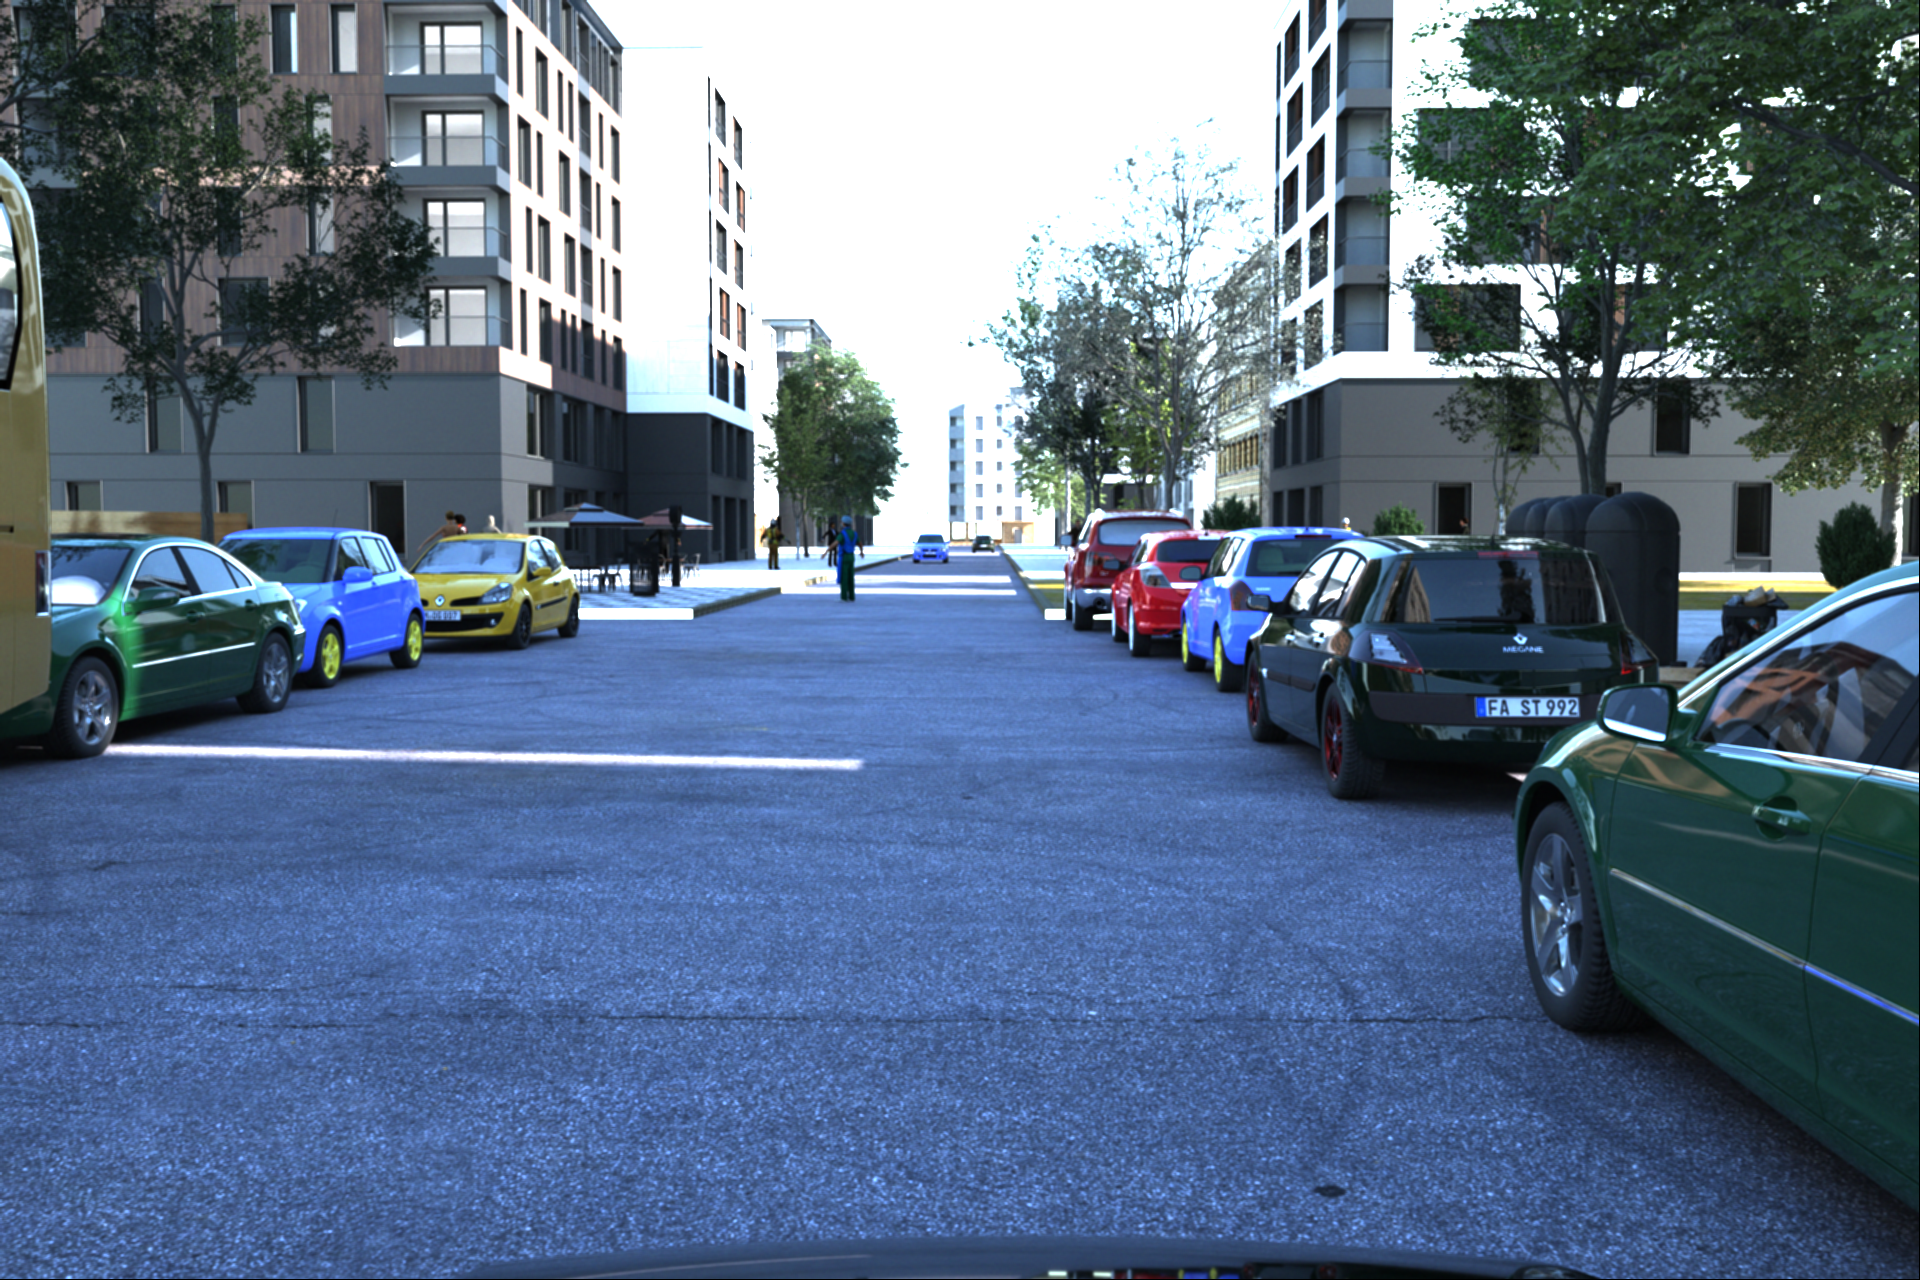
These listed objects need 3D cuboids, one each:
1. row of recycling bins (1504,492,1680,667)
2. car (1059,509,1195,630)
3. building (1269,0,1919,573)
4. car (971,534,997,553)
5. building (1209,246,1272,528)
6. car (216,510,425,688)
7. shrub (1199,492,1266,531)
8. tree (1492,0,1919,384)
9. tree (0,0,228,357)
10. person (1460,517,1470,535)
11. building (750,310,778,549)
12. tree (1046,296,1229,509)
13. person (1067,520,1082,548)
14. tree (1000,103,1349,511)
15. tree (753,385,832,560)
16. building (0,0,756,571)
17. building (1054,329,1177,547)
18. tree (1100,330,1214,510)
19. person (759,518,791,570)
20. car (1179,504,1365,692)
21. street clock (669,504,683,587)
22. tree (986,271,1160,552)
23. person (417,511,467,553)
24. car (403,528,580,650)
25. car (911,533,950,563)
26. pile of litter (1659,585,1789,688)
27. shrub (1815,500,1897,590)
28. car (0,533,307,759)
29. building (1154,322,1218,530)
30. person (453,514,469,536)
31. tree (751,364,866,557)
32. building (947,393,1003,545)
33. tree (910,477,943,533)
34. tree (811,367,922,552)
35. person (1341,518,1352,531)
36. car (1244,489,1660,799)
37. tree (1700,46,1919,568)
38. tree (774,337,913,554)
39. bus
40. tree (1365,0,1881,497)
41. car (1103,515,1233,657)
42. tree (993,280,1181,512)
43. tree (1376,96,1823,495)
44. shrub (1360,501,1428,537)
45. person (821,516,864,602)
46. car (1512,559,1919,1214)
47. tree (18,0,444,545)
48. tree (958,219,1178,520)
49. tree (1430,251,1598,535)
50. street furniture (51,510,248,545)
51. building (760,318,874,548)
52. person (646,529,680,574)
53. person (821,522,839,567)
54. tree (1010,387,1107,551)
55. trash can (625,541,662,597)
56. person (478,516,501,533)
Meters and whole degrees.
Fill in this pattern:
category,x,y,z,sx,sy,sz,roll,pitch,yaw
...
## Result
category,x,y,z,sx,sy,sz,roll,pitch,yaw
row of recycling bins,6.580,-0.687,18.349,1.069,1.692,3.534,0,4,1
car,2.719,-1.137,27.270,2.281,1.827,5.304,0,4,1
building,26.602,-13.978,72.507,27.936,21.610,32.646,0,4,1
car,1.798,-7.473,131.978,2.009,1.686,4.222,0,4,1
building,25.587,-16.572,101.883,19.493,23.208,18.063,0,4,1
car,-6.668,-0.467,17.234,1.945,1.707,3.694,0,4,1
shrub,5.099,-1.750,32.657,1.661,2.075,1.752,0,3,0
tree,8.673,-5.931,15.101,7.486,12.596,7.792,0,3,0
tree,-12.601,-5.166,18.881,8.767,10.594,7.601,-2,4,-25
person,15.920,-2.974,54.820,0.705,1.806,1.347,2,4,26
building,-22.125,-17.821,147.793,16.016,20.090,11.380,0,4,1
tree,6.924,-8.182,68.187,7.601,10.594,8.767,-1,4,-15
person,4.342,-3.513,63.571,1.346,1.812,0.704,-1,4,-14
tree,6.125,-8.533,49.886,12.009,13.543,11.850,0,3,0
tree,-8.001,-8.229,84.907,4.737,8.622,4.395,0,3,0
building,-24.669,-13.895,71.155,27.936,21.610,32.646,0,4,1
building,24.104,-21.102,188.985,27.936,21.610,32.646,0,4,1
tree,6.517,-6.634,58.827,4.737,8.622,4.395,0,3,0
person,-6.748,-3.486,62.760,1.354,1.858,0.705,2,4,29
car,3.170,-0.453,16.995,1.945,1.707,3.694,0,3,0
street clock,-6.958,-2.313,42.392,0.358,2.002,0.471,0,4,3
tree,8.880,-16.174,120.337,12.611,20.169,13.585,0,3,0
person,-9.848,-1.624,33.357,1.217,1.733,0.721,-3,4,-37
car,-6.201,-0.760,22.649,2.015,1.641,3.980,0,4,1
car,-1.440,-4.676,86.036,1.945,1.707,3.694,0,4,1
pile of litter,6.357,-0.024,14.354,1.176,0.858,1.719,0,4,1
shrub,19.387,-2.023,37.496,1.690,2.028,1.600,0,3,0
car,-6.425,-0.048,12.577,2.131,1.459,4.920,0,4,1
building,27.187,-17.522,152.950,16.747,18.905,31.486,0,4,1
person,-13.836,-2.546,47.764,0.704,1.843,1.345,1,4,18
tree,-8.840,-9.864,95.684,7.601,10.594,8.767,-1,4,-13
building,-1.313,-22.361,224.472,11.380,20.090,16.016,0,4,-5
tree,-3.901,-16.604,221.843,4.360,8.622,3.978,0,3,0
tree,-7.792,-13.282,127.529,12.009,13.543,11.850,0,3,0
person,12.054,-2.920,54.213,1.216,1.772,0.721,1,4,14
car,2.866,-0.059,10.745,2.009,1.686,4.222,0,4,0
tree,23.619,-8.390,43.829,9.857,13.997,8.962,0,3,0
tree,-7.552,-12.538,111.645,9.857,13.997,8.962,0,3,0
bus,-6.511,-0.743,3.692,2.896,3.916,12.252,0,4,1
tree,9.637,-6.114,25.712,9.928,11.665,9.643,0,3,0
car,2.898,-0.774,21.693,2.155,1.783,4.494,0,4,1
tree,6.532,-10.558,82.997,12.009,13.543,11.850,0,3,0
tree,12.868,-6.163,35.173,8.767,10.594,7.601,1,4,10
shrub,10.494,-2.300,41.641,1.661,2.075,1.752,0,3,0
person,-2.421,-1.713,36.597,0.704,1.817,1.347,3,4,36
car,2.610,0.501,3.603,2.131,1.459,4.920,0,4,1
tree,-12.398,-5.772,28.790,8.767,10.594,7.601,0,4,5
tree,6.731,-15.236,105.003,12.611,20.169,13.585,0,3,0
tree,13.641,-5.739,44.194,4.360,8.622,3.978,0,3,0
street furniture,-16.449,-1.759,35.620,9.812,1.723,11.010,2,4,25
building,-23.992,-20.579,180.438,27.936,21.610,32.646,0,4,1
person,-9.570,-3.053,55.850,1.347,1.837,0.705,-3,5,-40
person,-4.924,-3.728,67.675,1.216,1.740,0.721,-3,4,-36
tree,7.459,-13.194,133.842,7.486,12.596,7.792,0,3,0
trash can,-6.513,-1.472,35.716,0.748,1.137,0.748,0,3,0
person,-13.530,-2.683,49.997,1.348,1.813,0.705,1,4,15
